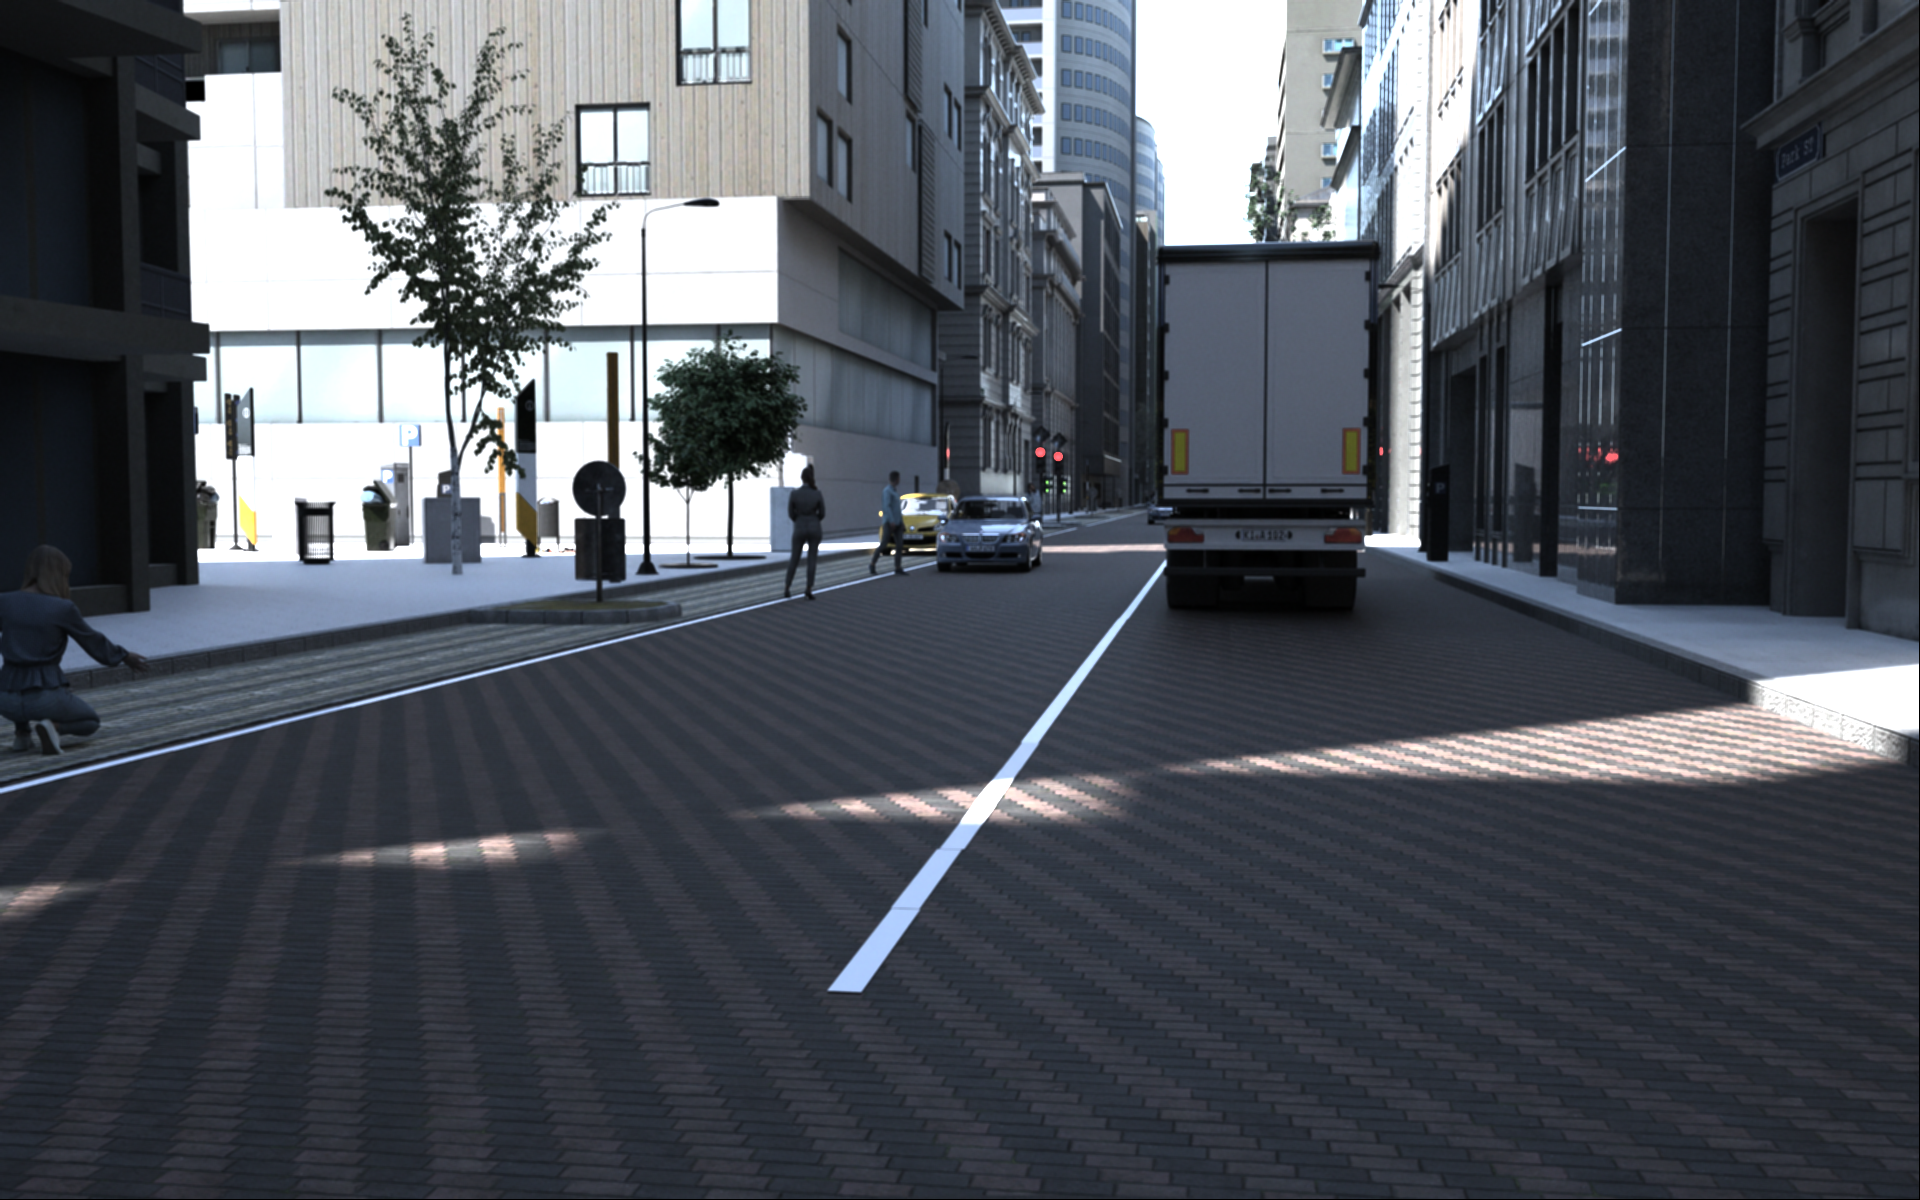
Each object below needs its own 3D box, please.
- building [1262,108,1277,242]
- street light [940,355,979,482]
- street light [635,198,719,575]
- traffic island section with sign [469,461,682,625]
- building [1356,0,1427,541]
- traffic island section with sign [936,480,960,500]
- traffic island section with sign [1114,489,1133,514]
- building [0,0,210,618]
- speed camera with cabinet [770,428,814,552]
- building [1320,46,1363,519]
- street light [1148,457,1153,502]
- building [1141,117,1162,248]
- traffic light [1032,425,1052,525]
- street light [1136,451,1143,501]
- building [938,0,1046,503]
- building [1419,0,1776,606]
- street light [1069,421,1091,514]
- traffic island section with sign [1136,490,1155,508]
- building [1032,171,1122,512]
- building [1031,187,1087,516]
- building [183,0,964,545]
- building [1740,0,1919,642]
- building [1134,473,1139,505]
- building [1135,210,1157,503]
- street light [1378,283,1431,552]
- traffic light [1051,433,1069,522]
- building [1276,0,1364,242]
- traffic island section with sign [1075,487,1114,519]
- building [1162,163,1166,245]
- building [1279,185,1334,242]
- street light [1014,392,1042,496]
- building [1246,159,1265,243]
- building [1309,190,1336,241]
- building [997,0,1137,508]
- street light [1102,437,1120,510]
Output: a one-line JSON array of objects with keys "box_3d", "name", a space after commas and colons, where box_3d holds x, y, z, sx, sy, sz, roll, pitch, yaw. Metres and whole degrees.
[{"box_3d": [47.880, -36.063, 209.232, 23.786, 49.044, 30.456, 1, 4, 8], "name": "building"}, {"box_3d": [-0.076, -5.235, 58.139, 1.470, 5.913, 1.316, 1, 4, 8], "name": "street light"}, {"box_3d": [-4.470, -3.357, 27.431, 1.470, 5.913, 1.316, 1, 4, 8], "name": "street light"}, {"box_3d": [-4.293, -0.686, 19.848, 1.989, 1.847, 2.006, 1, 4, 8], "name": "traffic island section with sign"}, {"box_3d": [18.998, -16.849, 52.975, 11.434, 29.767, 29.804, 1, 4, 8], "name": "building"}, {"box_3d": [-0.332, -2.317, 46.512, 1.989, 1.847, 2.006, 1, 4, 8], "name": "traffic island section with sign"}, {"box_3d": [11.725, -7.281, 127.673, 1.989, 1.847, 2.006, 1, 4, 8], "name": "traffic island section with sign"}, {"box_3d": [-19.623, -21.787, 10.838, 22.147, 44.769, 28.867, 1, 4, 8], "name": "building"}, {"box_3d": [-3.800, -2.749, 39.274, 0.660, 3.252, 2.038, 0, 4, 8], "name": "speed camera with cabinet"}, {"box_3d": [32.675, -15.194, 81.712, 30.059, 22.955, 16.112, 1, 4, 8], "name": "building"}, {"box_3d": [23.394, -14.923, 216.537, 1.470, 5.913, 1.316, 1, 4, 8], "name": "street light"}, {"box_3d": [19.090, -44.215, 264.912, 21.231, 58.520, 28.212, 1, 4, 8], "name": "building"}, {"box_3d": [3.332, -5.008, 70.804, 0.839, 4.253, 0.868, 1, 4, 8], "name": "traffic light"}, {"box_3d": [18.793, -13.047, 185.859, 1.470, 5.913, 1.316, 1, 4, 8], "name": "street light"}, {"box_3d": [-3.496, -18.553, 90.723, 14.401, 28.519, 23.554, 1, 4, 8], "name": "building"}, {"box_3d": [15.009, -12.861, 28.302, 12.078, 24.808, 19.932, 1, 4, 8], "name": "building"}, {"box_3d": [7.615, -8.421, 110.222, 1.470, 5.913, 1.316, 1, 4, 8], "name": "street light"}, {"box_3d": [19.102, -10.331, 177.536, 1.989, 1.847, 2.006, 1, 4, 8], "name": "traffic island section with sign"}, {"box_3d": [5.172, -21.116, 138.758, 14.314, 27.812, 24.014, 1, 4, 8], "name": "building"}, {"box_3d": [0.870, -16.706, 114.948, 13.314, 21.916, 24.055, 1, 4, 8], "name": "building"}, {"box_3d": [-14.600, -28.624, 57.239, 27.495, 52.752, 28.713, 1, 4, 8], "name": "building"}, {"box_3d": [12.383, -10.512, 8.030, 11.583, 22.565, 21.152, 1, 4, 8], "name": "building"}, {"box_3d": [11.649, -47.321, 211.950, 20.563, 71.187, 20.611, 1, 4, 8], "name": "building"}, {"box_3d": [20.310, -34.249, 243.572, 14.154, 41.232, 14.086, 1, 4, 8], "name": "building"}, {"box_3d": [9.766, -4.018, 38.240, 1.470, 5.913, 1.316, 1, 4, 8], "name": "street light"}, {"box_3d": [4.504, -5.491, 78.703, 0.839, 4.253, 0.868, 1, 4, 8], "name": "traffic light"}, {"box_3d": [40.760, -32.950, 162.436, 21.300, 48.544, 21.600, 1, 4, 8], "name": "building"}, {"box_3d": [7.753, -5.650, 101.011, 1.989, 1.847, 2.006, 1, 4, 8], "name": "traffic island section with sign"}, {"box_3d": [23.613, -45.915, 292.710, 21.231, 58.520, 28.212, 1, 4, 8], "name": "building"}, {"box_3d": [31.897, -20.838, 137.969, 12.463, 27.353, 25.104, 1, 4, 8], "name": "building"}, {"box_3d": [3.035, -6.500, 78.811, 1.470, 5.913, 1.316, 1, 4, 8], "name": "street light"}, {"box_3d": [58.583, -41.305, 264.574, 28.713, 52.752, 27.495, 1, 4, 8], "name": "building"}, {"box_3d": [27.794, -16.054, 117.240, 10.420, 20.320, 16.860, 1, 4, 8], "name": "building"}, {"box_3d": [5.872, -38.273, 167.762, 21.231, 58.520, 28.212, 1, 4, 8], "name": "building"}, {"box_3d": [12.342, -10.340, 141.593, 1.470, 5.913, 1.316, 1, 4, 8], "name": "street light"}]
